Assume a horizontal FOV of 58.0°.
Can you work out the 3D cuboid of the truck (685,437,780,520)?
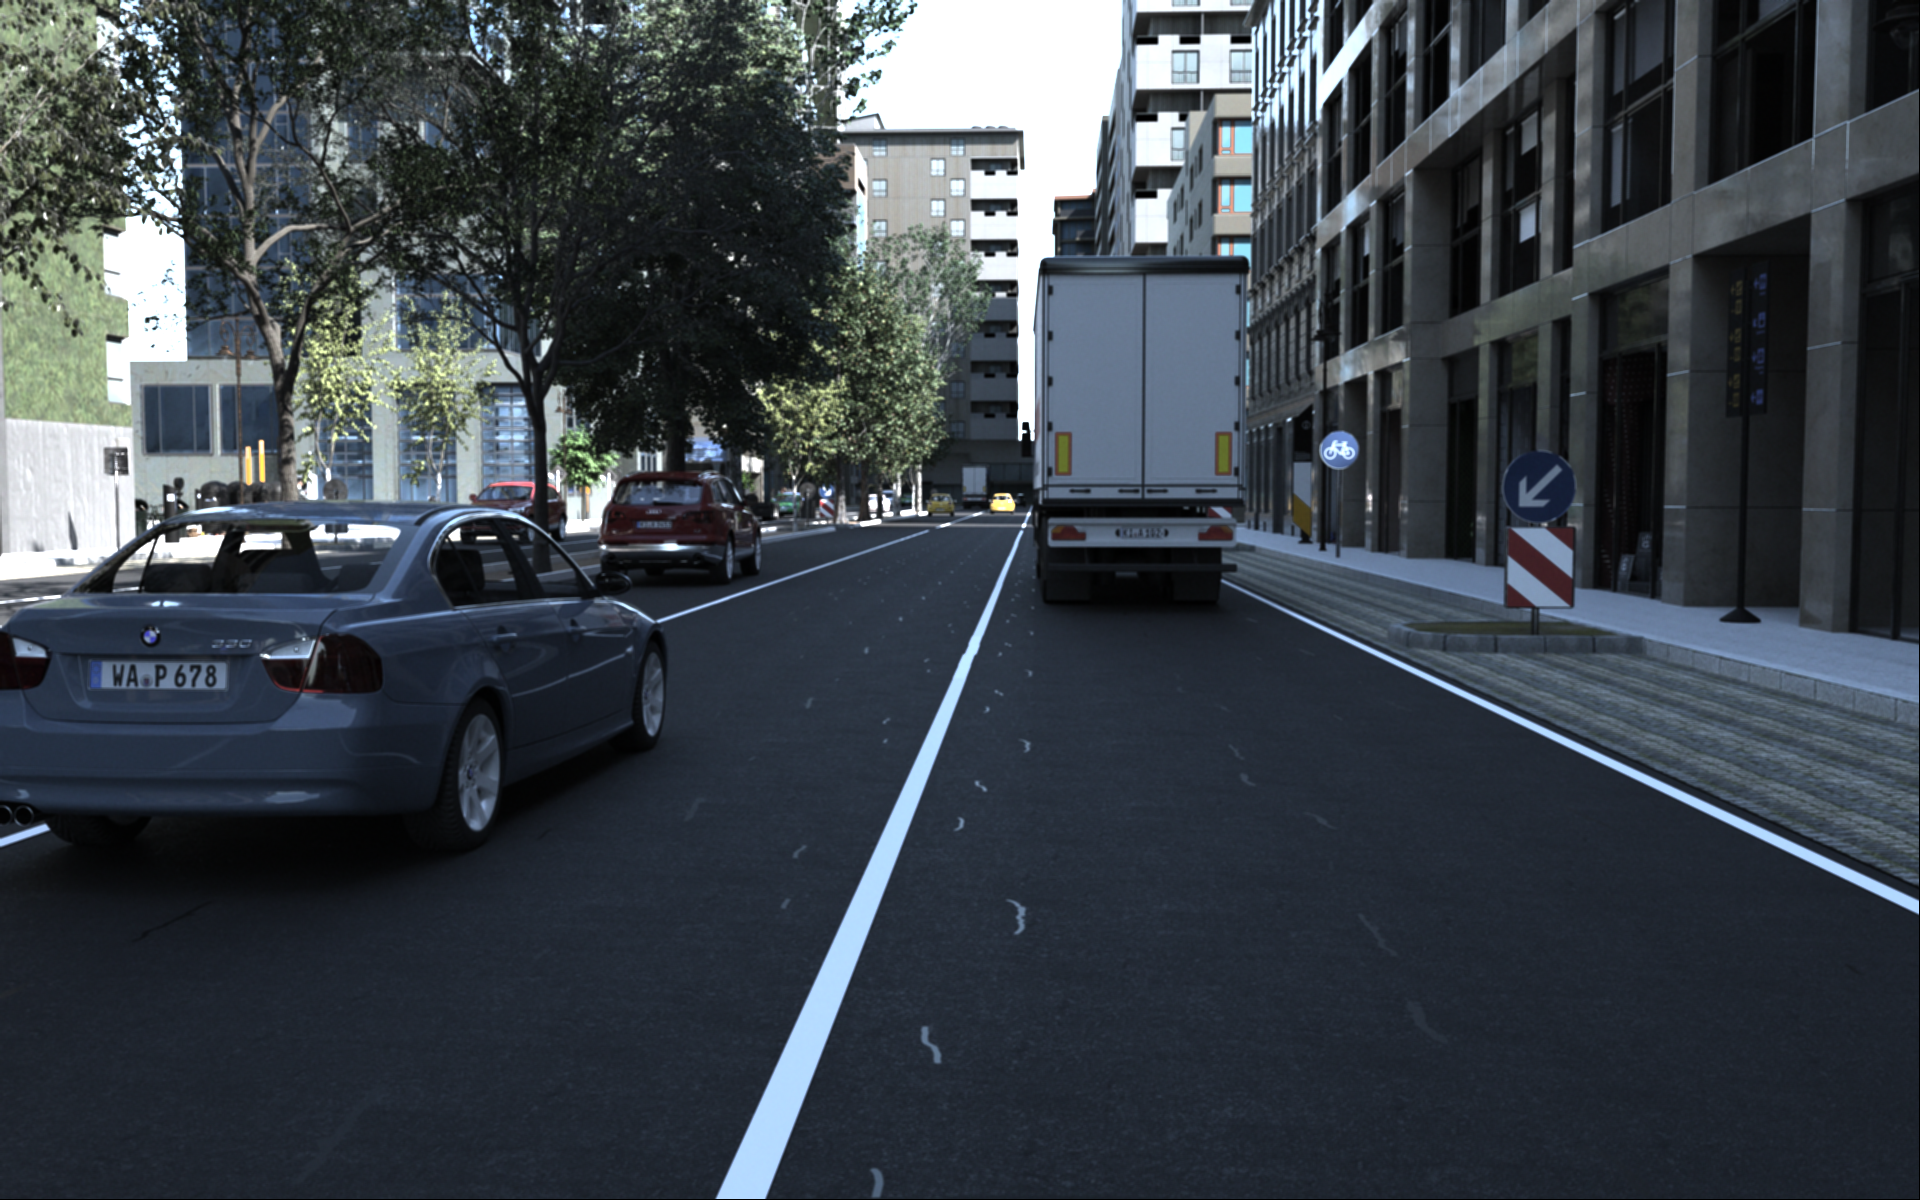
[{"bbox_3d":[-11.639,-6.002,87.888,2.967,4.110,18.799,0,4,2],"label":"truck"}]

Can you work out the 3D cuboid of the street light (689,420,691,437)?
[{"bbox_3d":[-15.959,-7.882,101.650,0.468,5.910,1.993,0,4,3],"label":"street light"}]

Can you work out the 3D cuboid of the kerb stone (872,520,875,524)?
[{"bbox_3d":[-4.253,-3.638,81.676,0.120,0.150,1.000,0,4,3],"label":"kerb stone"}]

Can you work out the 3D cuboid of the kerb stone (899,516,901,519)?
[{"bbox_3d":[-3.566,-4.576,97.012,0.120,0.150,1.000,0,4,3],"label":"kerb stone"}]

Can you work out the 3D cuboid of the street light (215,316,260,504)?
[{"bbox_3d":[-18.595,-4.400,44.730,0.468,5.910,1.993,0,4,3],"label":"street light"}]

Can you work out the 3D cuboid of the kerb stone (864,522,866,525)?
[{"bbox_3d":[-4.437,-3.385,77.578,0.120,0.150,1.000,0,4,3],"label":"kerb stone"}]

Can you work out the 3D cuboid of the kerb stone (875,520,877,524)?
[{"bbox_3d":[-4.210,-3.693,82.697,0.120,0.150,1.000,0,4,3],"label":"kerb stone"}]

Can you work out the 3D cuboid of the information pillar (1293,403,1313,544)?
[{"bbox_3d":[8.911,-3.277,44.940,0.504,3.616,0.183,2,4,28],"label":"information pillar"}]

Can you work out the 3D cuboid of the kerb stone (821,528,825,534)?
[{"bbox_3d":[-5.095,-2.475,62.657,0.120,0.150,1.000,0,4,3],"label":"kerb stone"}]

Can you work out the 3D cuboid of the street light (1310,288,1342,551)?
[{"bbox_3d":[8.220,-4.054,39.067,0.468,5.910,1.993,0,4,3],"label":"street light"}]

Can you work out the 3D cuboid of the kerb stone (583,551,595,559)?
[{"bbox_3d":[-8.299,-0.976,38.224,0.120,0.150,1.000,0,4,3],"label":"kerb stone"}]

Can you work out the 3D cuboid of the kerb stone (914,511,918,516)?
[{"bbox_3d":[-2.925,-5.449,111.349,0.120,0.150,1.000,0,4,3],"label":"kerb stone"}]

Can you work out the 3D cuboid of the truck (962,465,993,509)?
[{"bbox_3d":[1.682,-11.101,170.407,2.839,4.237,11.283,0,4,3],"label":"truck"}]

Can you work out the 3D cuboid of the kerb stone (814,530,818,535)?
[{"bbox_3d":[-5.191,-2.350,60.616,0.120,0.150,1.000,0,4,3],"label":"kerb stone"}]

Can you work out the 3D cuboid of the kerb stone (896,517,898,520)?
[{"bbox_3d":[-3.658,-4.448,94.969,0.120,0.150,1.000,0,4,3],"label":"kerb stone"}]

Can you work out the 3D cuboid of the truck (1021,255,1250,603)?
[{"bbox_3d":[2.344,-2.269,26.015,2.839,4.237,11.283,0,4,2],"label":"truck"}]

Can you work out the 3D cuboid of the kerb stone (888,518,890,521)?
[{"bbox_3d":[-3.882,-4.138,89.863,0.120,0.150,1.000,0,4,3],"label":"kerb stone"}]

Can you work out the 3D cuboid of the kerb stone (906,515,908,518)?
[{"bbox_3d":[-3.339,-4.888,102.120,0.120,0.150,1.000,0,4,3],"label":"kerb stone"}]

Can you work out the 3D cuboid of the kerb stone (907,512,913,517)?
[{"bbox_3d":[-3.162,-5.137,106.215,0.120,0.150,1.000,0,4,3],"label":"kerb stone"}]

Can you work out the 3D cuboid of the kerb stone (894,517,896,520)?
[{"bbox_3d":[-3.705,-4.389,93.948,0.120,0.150,1.000,0,4,3],"label":"kerb stone"}]

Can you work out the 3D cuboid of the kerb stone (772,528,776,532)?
[{"bbox_3d":[-7.106,-2.611,64.878,0.120,0.150,1.000,0,4,3],"label":"kerb stone"}]

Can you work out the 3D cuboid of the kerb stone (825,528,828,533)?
[{"bbox_3d":[-5.054,-2.537,63.681,0.120,0.150,1.000,0,4,3],"label":"kerb stone"}]

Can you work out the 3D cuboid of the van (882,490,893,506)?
[{"bbox_3d":[-7.183,-10.209,173.933,2.013,2.044,4.112,0,4,2],"label":"van"}]

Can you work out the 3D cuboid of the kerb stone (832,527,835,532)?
[{"bbox_3d":[-4.966,-2.663,65.729,0.120,0.150,1.000,0,4,3],"label":"kerb stone"}]

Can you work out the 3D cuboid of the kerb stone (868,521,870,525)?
[{"bbox_3d":[-4.343,-3.510,79.622,0.120,0.150,1.000,0,4,3],"label":"kerb stone"}]

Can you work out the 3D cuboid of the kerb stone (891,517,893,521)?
[{"bbox_3d":[-3.795,-4.264,91.905,0.120,0.150,1.000,0,4,3],"label":"kerb stone"}]

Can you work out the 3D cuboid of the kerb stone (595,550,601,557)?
[{"bbox_3d":[-8.247,-1.043,39.244,0.120,0.150,1.000,0,4,3],"label":"kerb stone"}]

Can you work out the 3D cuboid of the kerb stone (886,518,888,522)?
[{"bbox_3d":[-3.930,-4.076,88.841,0.120,0.150,1.000,0,4,3],"label":"kerb stone"}]

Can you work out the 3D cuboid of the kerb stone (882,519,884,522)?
[{"bbox_3d":[-4.022,-3.951,86.796,0.120,0.150,1.000,0,4,3],"label":"kerb stone"}]

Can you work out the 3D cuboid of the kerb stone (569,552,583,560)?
[{"bbox_3d":[-8.337,-0.918,37.202,0.120,0.150,1.000,0,4,3],"label":"kerb stone"}]

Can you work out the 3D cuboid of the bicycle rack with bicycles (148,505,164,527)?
[{"bbox_3d":[-27.146,-2.763,58.561,2.925,0.926,2.852,2,4,28],"label":"bicycle rack with bicycles"}]

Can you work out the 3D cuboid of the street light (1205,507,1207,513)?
[{"bbox_3d":[9.328,-5.664,65.388,0.468,5.910,1.993,0,4,3],"label":"street light"}]

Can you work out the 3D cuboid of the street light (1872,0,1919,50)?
[{"bbox_3d":[7.096,-2.425,12.438,0.468,5.910,1.993,0,4,3],"label":"street light"}]

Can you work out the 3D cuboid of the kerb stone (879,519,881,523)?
[{"bbox_3d":[-4.113,-3.824,84.748,0.120,0.150,1.000,0,4,3],"label":"kerb stone"}]

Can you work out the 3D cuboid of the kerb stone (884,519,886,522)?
[{"bbox_3d":[-3.978,-4.011,87.820,0.120,0.150,1.000,0,4,3],"label":"kerb stone"}]

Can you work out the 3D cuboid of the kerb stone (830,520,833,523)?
[{"bbox_3d":[-6.308,-3.702,82.788,0.120,0.150,1.000,0,4,3],"label":"kerb stone"}]

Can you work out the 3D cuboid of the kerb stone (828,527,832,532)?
[{"bbox_3d":[-5.012,-2.600,64.704,0.120,0.150,1.000,0,4,3],"label":"kerb stone"}]

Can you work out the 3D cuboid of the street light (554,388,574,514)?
[{"bbox_3d":[-17.194,-6.272,75.334,0.468,5.910,1.993,0,4,3],"label":"street light"}]

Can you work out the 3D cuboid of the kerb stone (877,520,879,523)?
[{"bbox_3d":[-4.162,-3.756,83.718,0.120,0.150,1.000,0,4,3],"label":"kerb stone"}]

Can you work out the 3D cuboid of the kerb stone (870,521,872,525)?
[{"bbox_3d":[-4.301,-3.573,80.645,0.120,0.150,1.000,0,4,3],"label":"kerb stone"}]

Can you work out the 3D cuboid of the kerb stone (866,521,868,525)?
[{"bbox_3d":[-4.397,-3.450,78.600,0.120,0.150,1.000,0,4,3],"label":"kerb stone"}]

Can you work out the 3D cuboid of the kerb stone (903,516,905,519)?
[{"bbox_3d":[-3.433,-4.757,100.077,0.120,0.150,1.000,0,4,3],"label":"kerb stone"}]

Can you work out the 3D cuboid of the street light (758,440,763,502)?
[{"bbox_3d":[-14.778,-9.554,128.987,0.468,5.910,1.993,0,4,3],"label":"street light"}]

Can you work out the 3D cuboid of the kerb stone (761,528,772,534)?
[{"bbox_3d":[-7.151,-2.548,63.852,0.120,0.150,1.000,0,4,3],"label":"kerb stone"}]

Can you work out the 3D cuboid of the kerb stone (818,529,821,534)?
[{"bbox_3d":[-5.150,-2.412,61.637,0.120,0.150,1.000,0,4,3],"label":"kerb stone"}]

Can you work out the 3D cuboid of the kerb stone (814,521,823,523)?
[{"bbox_3d":[-6.480,-3.455,78.692,0.120,0.150,1.000,0,4,3],"label":"kerb stone"}]

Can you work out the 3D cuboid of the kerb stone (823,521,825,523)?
[{"bbox_3d":[-6.445,-3.518,79.718,0.120,0.150,1.000,0,4,3],"label":"kerb stone"}]

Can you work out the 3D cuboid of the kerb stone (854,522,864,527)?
[{"bbox_3d":[-4.484,-3.324,76.542,0.120,0.150,1.000,0,4,3],"label":"kerb stone"}]

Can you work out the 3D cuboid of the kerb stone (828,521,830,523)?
[{"bbox_3d":[-6.354,-3.641,81.765,0.120,0.150,1.000,0,4,3],"label":"kerb stone"}]

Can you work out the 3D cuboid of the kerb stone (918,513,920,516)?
[{"bbox_3d":[-2.879,-5.515,112.370,0.120,0.150,1.000,0,4,3],"label":"kerb stone"}]
